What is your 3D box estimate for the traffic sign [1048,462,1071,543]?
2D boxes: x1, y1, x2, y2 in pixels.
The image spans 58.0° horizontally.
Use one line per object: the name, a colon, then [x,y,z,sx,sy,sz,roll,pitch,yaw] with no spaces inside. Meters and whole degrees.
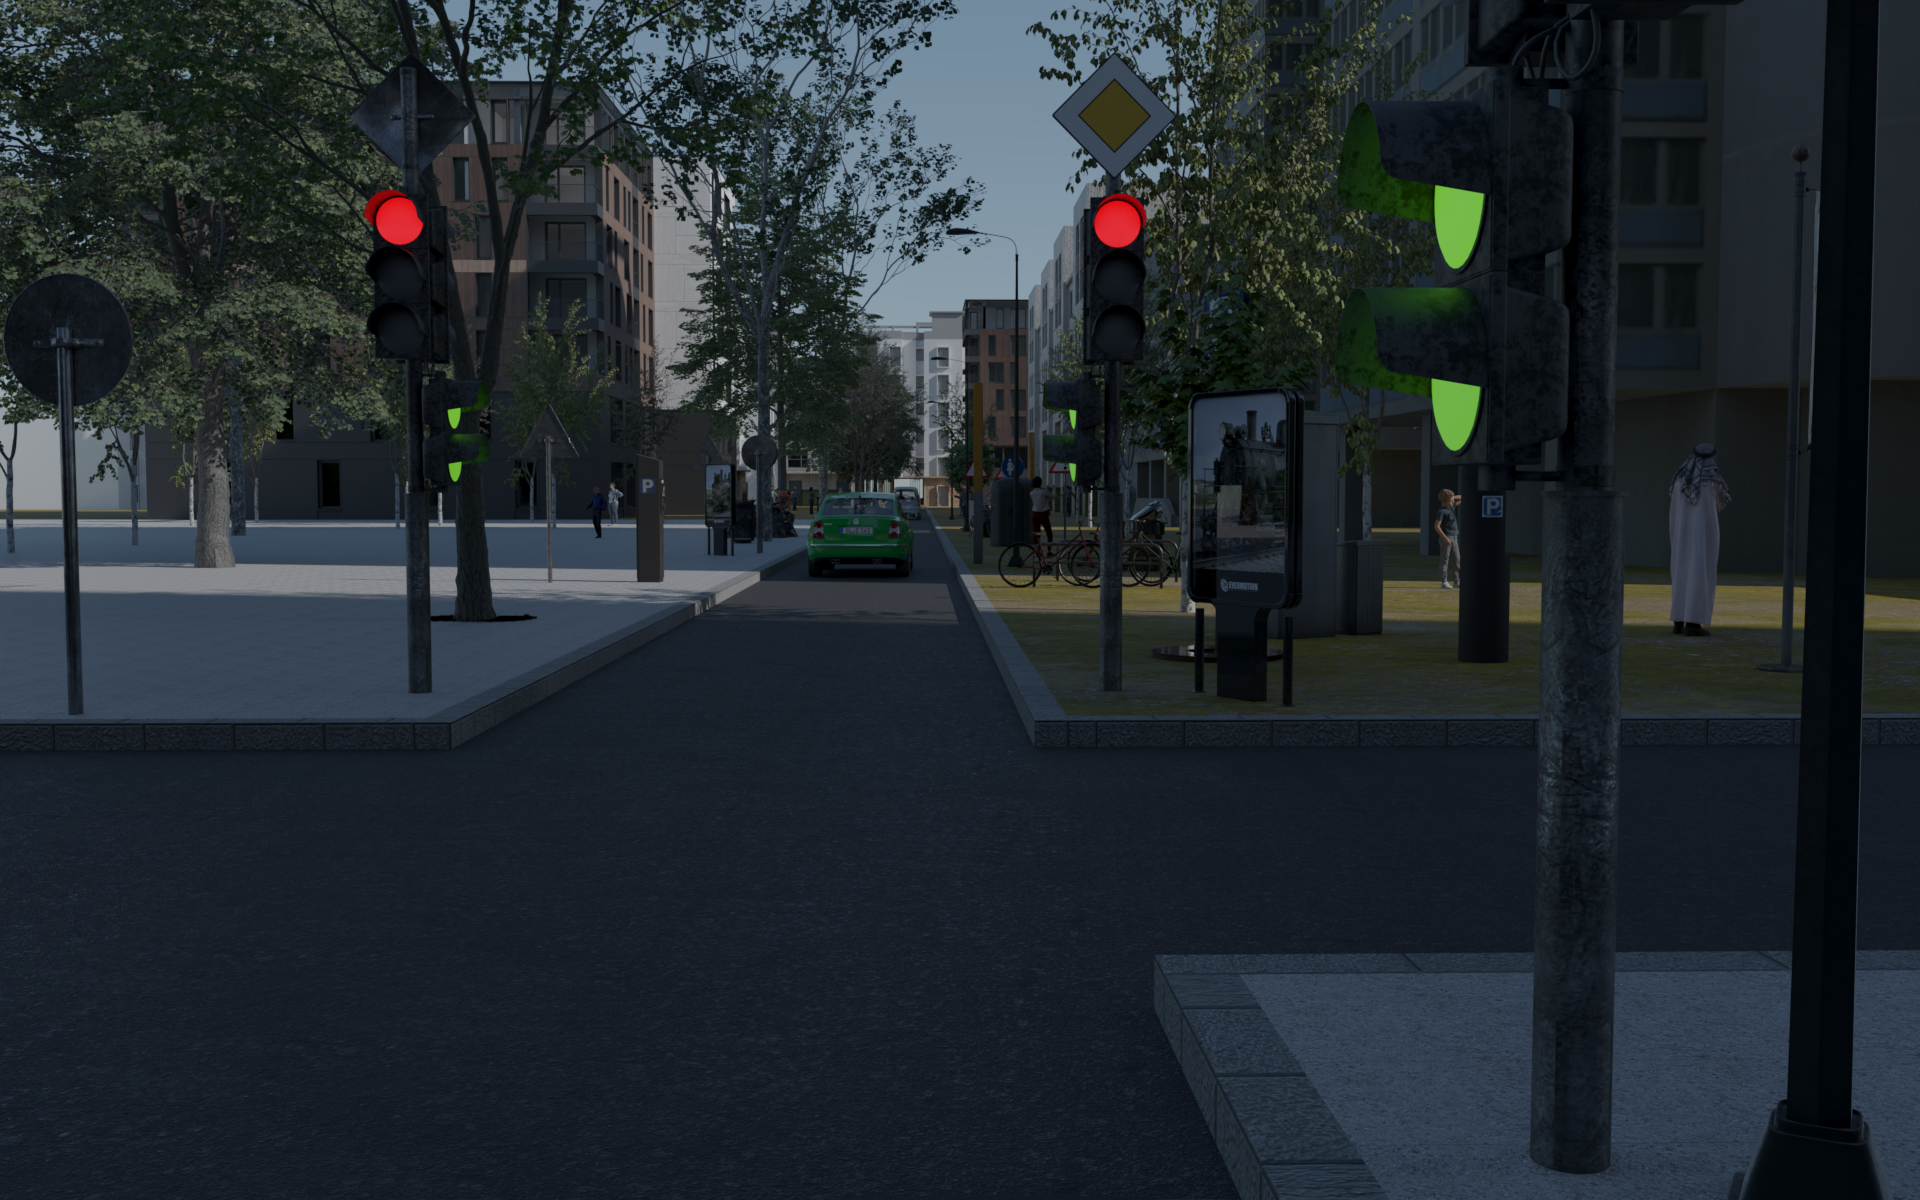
traffic sign: [2.718,-2.738,44.764,0.884,2.594,0.081,0,4,1]

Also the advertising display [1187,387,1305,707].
advertising display: [1.764,-0.341,10.797,0.123,1.923,0.974,-2,4,-31]

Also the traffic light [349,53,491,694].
traffic light: [-3.474,-1.356,11.084,0.839,4.253,0.868,0,4,-1]

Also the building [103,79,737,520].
building: [-28.867,-15.789,102.123,27.936,21.610,32.646,0,4,-1]

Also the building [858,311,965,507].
building: [-5.341,-20.125,185.465,11.380,20.091,16.016,0,4,-1]

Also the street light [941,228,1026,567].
street light: [0.452,-3.538,30.395,1.470,5.913,1.316,0,4,-1]

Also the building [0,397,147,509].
building: [-70.367,-12.644,148.872,28.070,9.664,9.099,0,4,-1]

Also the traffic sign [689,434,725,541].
traffic sign: [-5.483,-2.310,37.772,0.884,2.594,0.081,0,4,7]

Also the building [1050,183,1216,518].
building: [15.353,-14.735,107.380,16.747,18.905,31.486,0,4,-1]

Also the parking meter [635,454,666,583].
parking meter: [-4.494,-1.191,25.188,0.399,1.863,0.255,0,4,3]

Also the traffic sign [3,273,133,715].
traffic sign: [-5.154,-0.606,10.018,0.768,2.556,0.104,0,4,3]

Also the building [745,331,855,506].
building: [-26.843,-19.524,185.677,31.486,18.905,16.747,0,4,-1]

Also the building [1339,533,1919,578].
building: [21.029,-20.911,33.771,23.993,40.220,32.217,0,4,-1]

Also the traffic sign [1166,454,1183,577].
traffic sign: [3.444,-1.636,26.851,0.768,2.556,0.104,0,4,-1]

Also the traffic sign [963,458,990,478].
traffic sign: [0.535,-3.452,56.438,0.884,2.594,0.081,0,4,7]

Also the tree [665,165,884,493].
tree: [-6.426,-8.725,60.789,7.486,12.596,7.792,0,3,0]

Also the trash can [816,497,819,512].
trash can: [-6.733,-4.499,85.206,0.748,1.137,0.748,0,3,0]

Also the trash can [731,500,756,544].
trash can: [-5.656,-2.042,45.043,0.748,1.137,0.748,0,3,0]

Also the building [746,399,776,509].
building: [-30.375,-12.707,149.908,28.070,9.664,9.099,0,4,-1]

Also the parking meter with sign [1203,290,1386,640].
parking meter with sign: [3.025,-1.175,15.478,1.738,3.016,0.543,-2,4,-30]

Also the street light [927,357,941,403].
street light: [-0.289,-5.267,58.661,1.470,5.913,1.316,0,4,-1]

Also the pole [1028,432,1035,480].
pole: [2.362,-3.879,57.261,0.158,3.312,0.155,0,3,0]

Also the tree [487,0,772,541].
tree: [-6.710,-11.681,46.870,12.611,20.169,13.585,0,3,0]

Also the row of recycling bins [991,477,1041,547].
row of recycling bins: [1.384,-2.245,43.816,1.069,1.692,3.534,1,4,11]

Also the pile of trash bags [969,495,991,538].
pile of trash bags: [1.145,-2.529,51.109,1.912,1.369,3.447,0,4,3]

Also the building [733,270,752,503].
building: [-23.335,-16.405,124.636,16.016,20.091,11.380,0,4,-1]

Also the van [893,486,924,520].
van: [-3.015,-5.523,97.318,2.013,2.044,4.112,0,4,0]

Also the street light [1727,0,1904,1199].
street light: [0.968,-1.855,2.868,1.470,5.913,1.316,0,4,-1]

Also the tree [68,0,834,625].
tree: [-4.892,-5.603,17.367,9.928,11.665,9.643,0,3,0]

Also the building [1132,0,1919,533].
building: [24.169,-23.355,73.741,32.217,40.220,23.993,0,4,-1]

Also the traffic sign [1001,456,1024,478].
traffic sign: [1.764,-3.531,57.843,0.768,2.556,0.104,0,4,7]

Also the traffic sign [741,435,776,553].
traffic sign: [-4.354,-2.279,37.372,0.768,2.556,0.104,0,4,7]

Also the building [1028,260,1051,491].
building: [14.860,-16.695,139.427,16.747,18.905,31.486,0,4,-1]

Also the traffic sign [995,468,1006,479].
traffic sign: [1.664,-3.742,61.190,0.884,2.594,0.081,0,4,0]

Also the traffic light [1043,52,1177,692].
traffic light: [0.966,-1.363,11.206,0.839,4.253,0.868,0,4,-1]

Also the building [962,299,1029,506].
building: [16.582,-21.322,192.583,32.646,21.610,27.936,0,4,-1]

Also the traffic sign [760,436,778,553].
traffic sign: [-4.336,-2.298,37.671,0.768,2.556,0.104,0,4,4]

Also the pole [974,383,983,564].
pole: [0.337,-2.323,31.826,0.158,3.312,0.155,0,3,0]

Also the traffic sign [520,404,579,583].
traffic sign: [-5.926,-1.527,24.972,0.884,2.594,0.081,0,4,8]

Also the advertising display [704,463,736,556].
advertising display: [-5.003,-1.891,36.137,0.123,1.923,0.974,-3,5,-43]

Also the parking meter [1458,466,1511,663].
parking meter: [4.019,-0.297,13.261,0.372,1.533,0.369,0,3,0]

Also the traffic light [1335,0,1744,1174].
traffic light: [1.157,-0.875,3.223,0.839,4.253,0.868,0,4,-1]

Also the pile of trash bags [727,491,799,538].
pile of trash bags: [-5.717,-2.577,51.879,1.912,1.369,3.447,1,4,12]
